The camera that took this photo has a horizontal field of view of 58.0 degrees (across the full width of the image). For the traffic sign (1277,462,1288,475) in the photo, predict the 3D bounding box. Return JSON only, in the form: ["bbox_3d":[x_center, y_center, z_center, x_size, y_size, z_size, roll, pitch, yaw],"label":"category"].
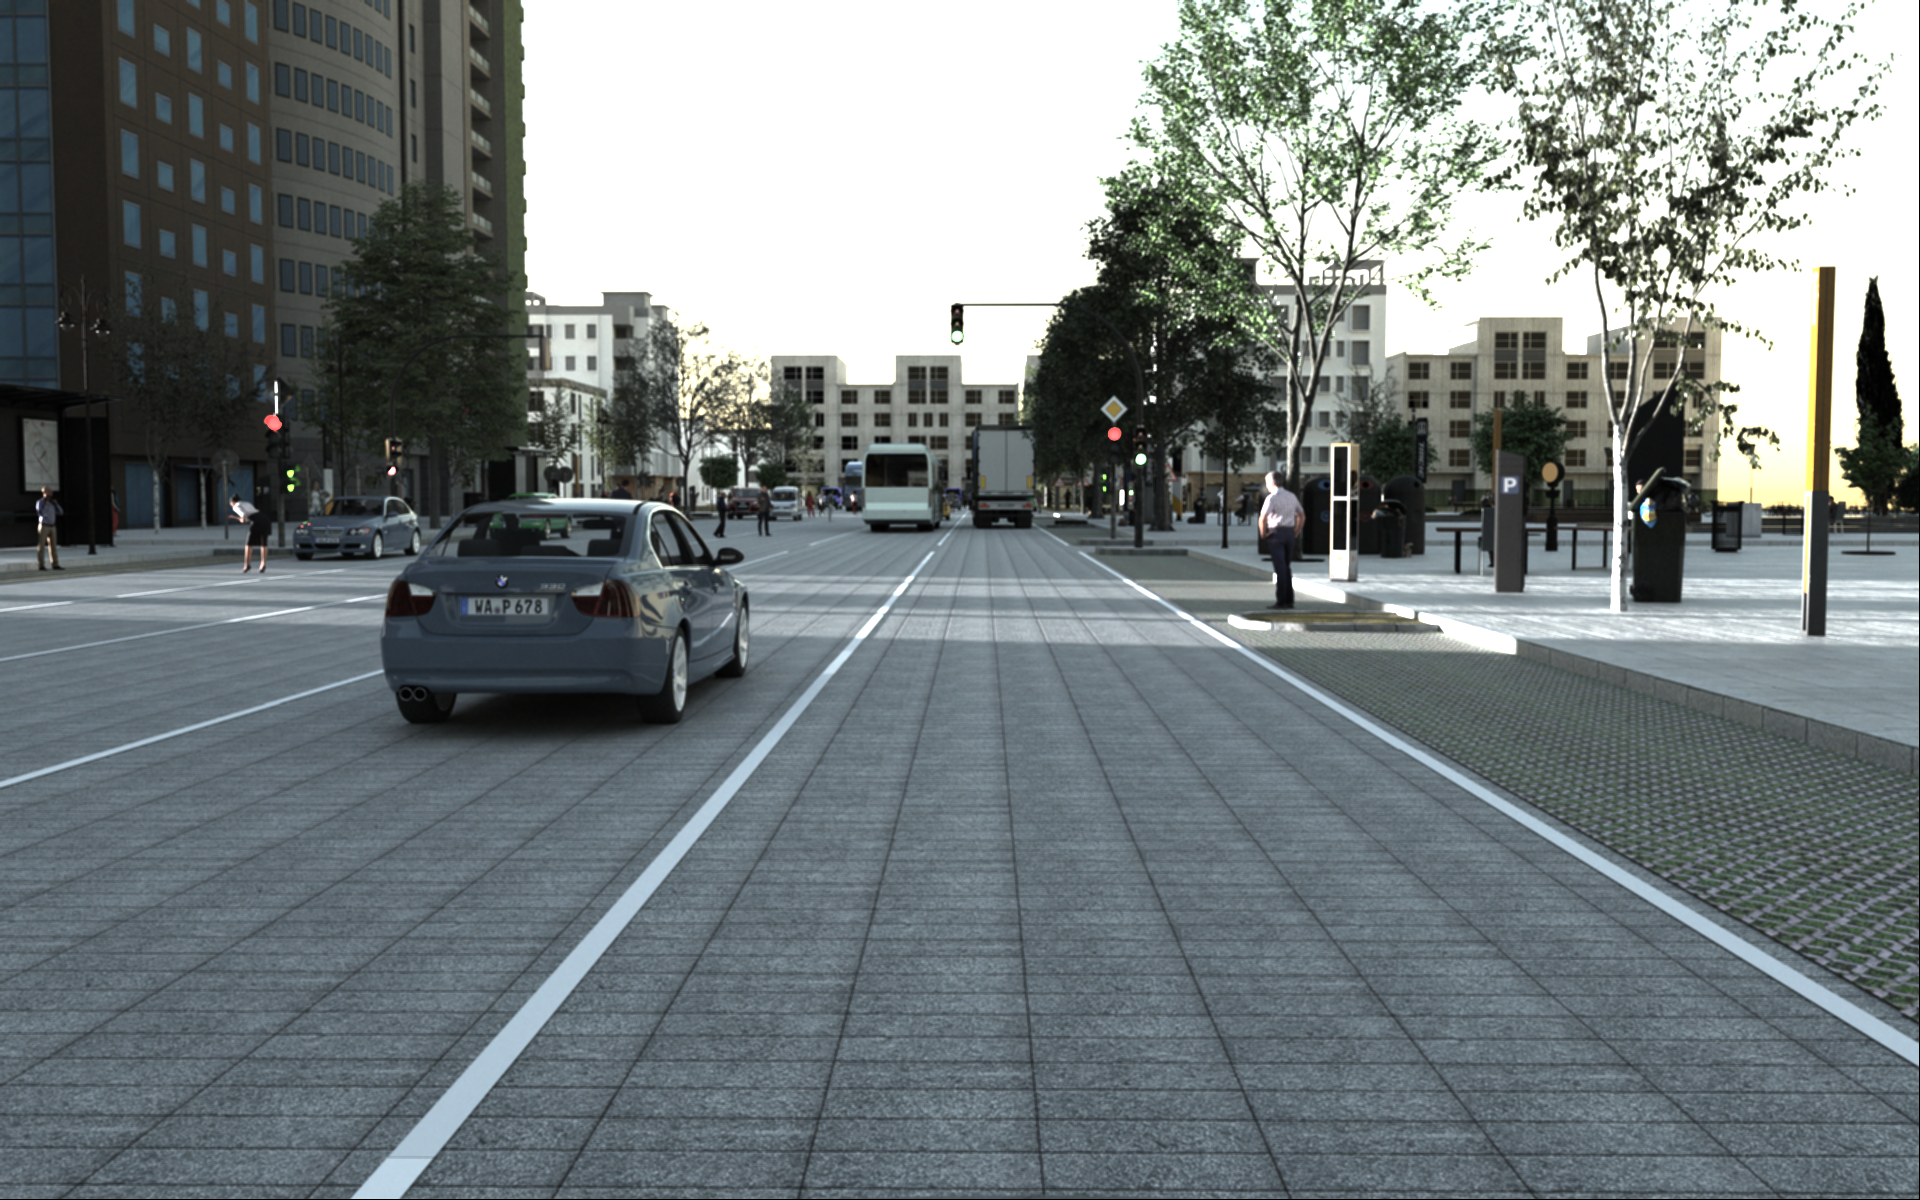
[{"bbox_3d":[10.072,-3.147,53.587,0.606,2.300,0.079,0,4,3],"label":"traffic sign"}]

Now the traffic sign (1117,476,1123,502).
[{"bbox_3d":[10.950,-7.374,120.678,0.768,2.556,0.104,1,4,9],"label":"traffic sign"}]

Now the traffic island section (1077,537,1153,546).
[{"bbox_3d":[4.394,-1.660,49.424,2.009,0.180,2.903,0,4,1],"label":"traffic island section"}]

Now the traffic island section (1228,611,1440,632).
[{"bbox_3d":[3.979,0.242,18.914,1.991,0.108,1.994,0,4,1],"label":"traffic island section"}]

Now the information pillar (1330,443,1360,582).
[{"bbox_3d":[5.634,-1.276,25.358,0.304,2.012,0.304,3,4,39],"label":"information pillar"}]

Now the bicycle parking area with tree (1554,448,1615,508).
[{"bbox_3d":[41.811,-7.452,108.841,8.231,4.147,9.016,-2,4,-28],"label":"bicycle parking area with tree"}]

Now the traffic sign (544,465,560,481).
[{"bbox_3d":[-18.113,-4.696,76.892,0.768,2.556,0.104,0,4,6],"label":"traffic sign"}]

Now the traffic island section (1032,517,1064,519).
[{"bbox_3d":[5.069,-4.792,101.211,1.991,0.108,1.994,0,4,1],"label":"traffic island section"}]

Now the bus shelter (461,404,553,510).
[{"bbox_3d":[-20.481,-6.129,77.848,2.179,5.291,8.768,0,4,1],"label":"bus shelter"}]

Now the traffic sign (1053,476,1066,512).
[{"bbox_3d":[7.131,-7.590,124.108,0.884,2.594,0.081,0,4,2],"label":"traffic sign"}]

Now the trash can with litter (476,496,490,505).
[{"bbox_3d":[-19.046,-3.462,67.659,2.233,1.210,1.678,-2,4,-34],"label":"trash can with litter"}]

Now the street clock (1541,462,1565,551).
[{"bbox_3d":[13.324,-2.103,38.957,0.358,2.002,0.471,-2,4,-31],"label":"street clock"}]

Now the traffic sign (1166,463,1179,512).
[{"bbox_3d":[8.591,-4.378,71.590,0.884,2.594,0.081,0,4,7],"label":"traffic sign"}]

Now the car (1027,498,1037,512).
[{"bbox_3d":[5.389,-8.162,142.238,1.959,1.807,4.718,0,4,1],"label":"car"}]

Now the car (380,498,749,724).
[{"bbox_3d":[-2.584,-0.006,12.104,2.014,1.417,4.499,0,4,1],"label":"car"}]

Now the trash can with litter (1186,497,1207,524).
[{"bbox_3d":[10.250,-3.905,75.236,0.624,1.170,1.055,-2,4,-34],"label":"trash can with litter"}]

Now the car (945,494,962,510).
[{"bbox_3d":[-0.793,-8.676,153.848,2.014,1.417,4.499,0,4,0],"label":"car"}]

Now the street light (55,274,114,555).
[{"bbox_3d":[-18.431,-3.904,36.614,0.468,5.910,1.993,0,4,1],"label":"street light"}]

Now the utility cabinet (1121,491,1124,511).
[{"bbox_3d":[10.577,-6.080,108.083,1.173,1.500,0.318,-2,4,-31],"label":"utility cabinet"}]

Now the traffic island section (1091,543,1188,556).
[{"bbox_3d":[4.289,-1.172,41.440,2.009,0.180,2.903,0,4,1],"label":"traffic island section"}]

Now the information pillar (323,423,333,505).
[{"bbox_3d":[-20.796,-4.015,56.994,0.183,3.616,0.504,0,4,5],"label":"information pillar"}]

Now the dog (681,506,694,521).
[{"bbox_3d":[-14.503,-4.658,92.988,0.800,0.831,0.513,2,4,33],"label":"dog"}]

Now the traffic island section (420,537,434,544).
[{"bbox_3d":[-16.245,-1.677,49.698,2.009,0.180,2.903,0,4,1],"label":"traffic island section"}]

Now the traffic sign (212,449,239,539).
[{"bbox_3d":[-20.791,-2.992,49.033,0.768,2.556,0.104,0,4,2],"label":"traffic sign"}]

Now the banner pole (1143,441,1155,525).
[{"bbox_3d":[7.666,-4.985,71.525,0.863,3.779,0.401,-1,4,-11],"label":"banner pole"}]

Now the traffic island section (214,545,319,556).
[{"bbox_3d":[-16.350,-1.189,41.714,2.009,0.180,2.903,0,4,1],"label":"traffic island section"}]

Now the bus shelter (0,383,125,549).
[{"bbox_3d":[-21.138,-2.920,39.018,1.731,3.624,6.357,0,4,1],"label":"bus shelter"}]

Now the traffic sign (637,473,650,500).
[{"bbox_3d":[-19.241,-6.436,105.331,0.768,2.556,0.104,0,4,3],"label":"traffic sign"}]

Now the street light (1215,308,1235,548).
[{"bbox_3d":[6.288,-4.168,40.935,0.468,5.910,1.993,0,4,1],"label":"street light"}]

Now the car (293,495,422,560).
[{"bbox_3d":[-13.525,-1.658,39.119,2.014,1.417,4.499,0,4,-1],"label":"car"}]

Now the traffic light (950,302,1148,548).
[{"bbox_3d":[2.157,-4.070,41.212,4.771,5.953,1.251,0,4,1],"label":"traffic light"}]

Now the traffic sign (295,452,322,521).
[{"bbox_3d":[-20.330,-3.305,54.047,0.884,2.594,0.081,1,4,8],"label":"traffic sign"}]

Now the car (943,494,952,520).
[{"bbox_3d":[-1.417,-5.229,95.712,2.015,1.641,3.980,0,4,-1],"label":"car"}]

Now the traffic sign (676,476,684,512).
[{"bbox_3d":[-20.116,-7.624,124.762,0.768,2.556,0.104,1,4,8],"label":"traffic sign"}]

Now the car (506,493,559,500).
[{"bbox_3d":[-13.551,-2.808,54.706,1.959,1.807,4.718,0,4,1],"label":"car"}]

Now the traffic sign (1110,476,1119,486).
[{"bbox_3d":[8.700,-5.856,97.874,0.606,2.300,0.079,0,4,7],"label":"traffic sign"}]

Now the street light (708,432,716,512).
[{"bbox_3d":[-17.386,-9.068,121.046,0.468,5.910,1.993,0,4,1],"label":"street light"}]

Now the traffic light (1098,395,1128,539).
[{"bbox_3d":[4.354,-3.694,49.311,0.839,4.253,0.868,0,4,1],"label":"traffic light"}]

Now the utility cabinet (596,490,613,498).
[{"bbox_3d":[-20.024,-5.470,98.118,1.173,1.500,0.318,-2,4,-35],"label":"utility cabinet"}]

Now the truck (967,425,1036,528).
[{"bbox_3d":[1.792,-5.308,75.701,2.839,4.237,11.283,0,4,-1],"label":"truck"}]

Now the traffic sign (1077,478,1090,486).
[{"bbox_3d":[8.204,-7.067,115.544,0.884,2.594,0.081,0,4,4],"label":"traffic sign"}]

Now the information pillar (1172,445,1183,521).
[{"bbox_3d":[10.381,-5.583,82.636,0.504,3.616,0.183,2,4,26],"label":"information pillar"}]

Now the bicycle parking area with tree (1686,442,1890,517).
[{"bbox_3d":[45.822,-6.675,96.140,9.016,4.147,8.231,0,4,-7],"label":"bicycle parking area with tree"}]

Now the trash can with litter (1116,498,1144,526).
[{"bbox_3d":[6.766,-3.523,68.981,1.055,1.170,0.624,-1,4,-19],"label":"trash can with litter"}]

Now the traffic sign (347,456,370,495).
[{"bbox_3d":[-20.043,-3.523,57.712,0.768,2.556,0.104,0,4,2],"label":"traffic sign"}]

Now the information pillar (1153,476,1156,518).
[{"bbox_3d":[7.859,-3.928,68.708,0.304,2.012,0.304,-3,5,-44],"label":"information pillar"}]

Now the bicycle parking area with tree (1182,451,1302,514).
[{"bbox_3d":[18.880,-7.920,116.486,8.231,4.147,9.016,2,4,34],"label":"bicycle parking area with tree"}]

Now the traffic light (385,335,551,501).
[{"bbox_3d":[-14.113,-4.581,49.571,4.771,5.953,1.251,0,4,1],"label":"traffic light"}]

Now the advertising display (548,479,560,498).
[{"bbox_3d":[-17.737,-4.306,75.624,0.123,1.923,0.974,-3,4,-37],"label":"advertising display"}]

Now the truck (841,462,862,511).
[{"bbox_3d":[-8.118,-9.760,149.334,2.967,4.110,18.799,0,4,0],"label":"truck"}]

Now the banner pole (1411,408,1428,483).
[{"bbox_3d":[13.244,-3.675,50.110,0.401,3.779,0.863,-1,4,-23],"label":"banner pole"}]

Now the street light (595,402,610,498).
[{"bbox_3d":[-17.748,-6.927,86.039,0.468,5.910,1.993,0,4,1],"label":"street light"}]

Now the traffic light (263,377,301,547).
[{"bbox_3d":[-16.310,-3.221,41.579,0.839,4.253,0.868,0,4,1],"label":"traffic light"}]

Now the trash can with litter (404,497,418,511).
[{"bbox_3d":[-21.021,-3.328,65.801,0.624,1.170,1.055,0,4,-3],"label":"trash can with litter"}]

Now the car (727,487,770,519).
[{"bbox_3d":[-12.052,-5.556,99.517,2.281,1.827,5.304,0,4,2],"label":"car"}]

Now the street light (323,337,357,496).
[{"bbox_3d":[-18.250,-4.792,51.131,0.468,5.910,1.993,0,4,1],"label":"street light"}]

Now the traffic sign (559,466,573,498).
[{"bbox_3d":[-18.193,-4.871,79.748,0.768,2.556,0.104,0,4,1],"label":"traffic sign"}]

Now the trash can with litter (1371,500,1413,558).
[{"bbox_3d":[8.783,-1.449,35.078,0.624,1.170,1.055,2,4,32],"label":"trash can with litter"}]
